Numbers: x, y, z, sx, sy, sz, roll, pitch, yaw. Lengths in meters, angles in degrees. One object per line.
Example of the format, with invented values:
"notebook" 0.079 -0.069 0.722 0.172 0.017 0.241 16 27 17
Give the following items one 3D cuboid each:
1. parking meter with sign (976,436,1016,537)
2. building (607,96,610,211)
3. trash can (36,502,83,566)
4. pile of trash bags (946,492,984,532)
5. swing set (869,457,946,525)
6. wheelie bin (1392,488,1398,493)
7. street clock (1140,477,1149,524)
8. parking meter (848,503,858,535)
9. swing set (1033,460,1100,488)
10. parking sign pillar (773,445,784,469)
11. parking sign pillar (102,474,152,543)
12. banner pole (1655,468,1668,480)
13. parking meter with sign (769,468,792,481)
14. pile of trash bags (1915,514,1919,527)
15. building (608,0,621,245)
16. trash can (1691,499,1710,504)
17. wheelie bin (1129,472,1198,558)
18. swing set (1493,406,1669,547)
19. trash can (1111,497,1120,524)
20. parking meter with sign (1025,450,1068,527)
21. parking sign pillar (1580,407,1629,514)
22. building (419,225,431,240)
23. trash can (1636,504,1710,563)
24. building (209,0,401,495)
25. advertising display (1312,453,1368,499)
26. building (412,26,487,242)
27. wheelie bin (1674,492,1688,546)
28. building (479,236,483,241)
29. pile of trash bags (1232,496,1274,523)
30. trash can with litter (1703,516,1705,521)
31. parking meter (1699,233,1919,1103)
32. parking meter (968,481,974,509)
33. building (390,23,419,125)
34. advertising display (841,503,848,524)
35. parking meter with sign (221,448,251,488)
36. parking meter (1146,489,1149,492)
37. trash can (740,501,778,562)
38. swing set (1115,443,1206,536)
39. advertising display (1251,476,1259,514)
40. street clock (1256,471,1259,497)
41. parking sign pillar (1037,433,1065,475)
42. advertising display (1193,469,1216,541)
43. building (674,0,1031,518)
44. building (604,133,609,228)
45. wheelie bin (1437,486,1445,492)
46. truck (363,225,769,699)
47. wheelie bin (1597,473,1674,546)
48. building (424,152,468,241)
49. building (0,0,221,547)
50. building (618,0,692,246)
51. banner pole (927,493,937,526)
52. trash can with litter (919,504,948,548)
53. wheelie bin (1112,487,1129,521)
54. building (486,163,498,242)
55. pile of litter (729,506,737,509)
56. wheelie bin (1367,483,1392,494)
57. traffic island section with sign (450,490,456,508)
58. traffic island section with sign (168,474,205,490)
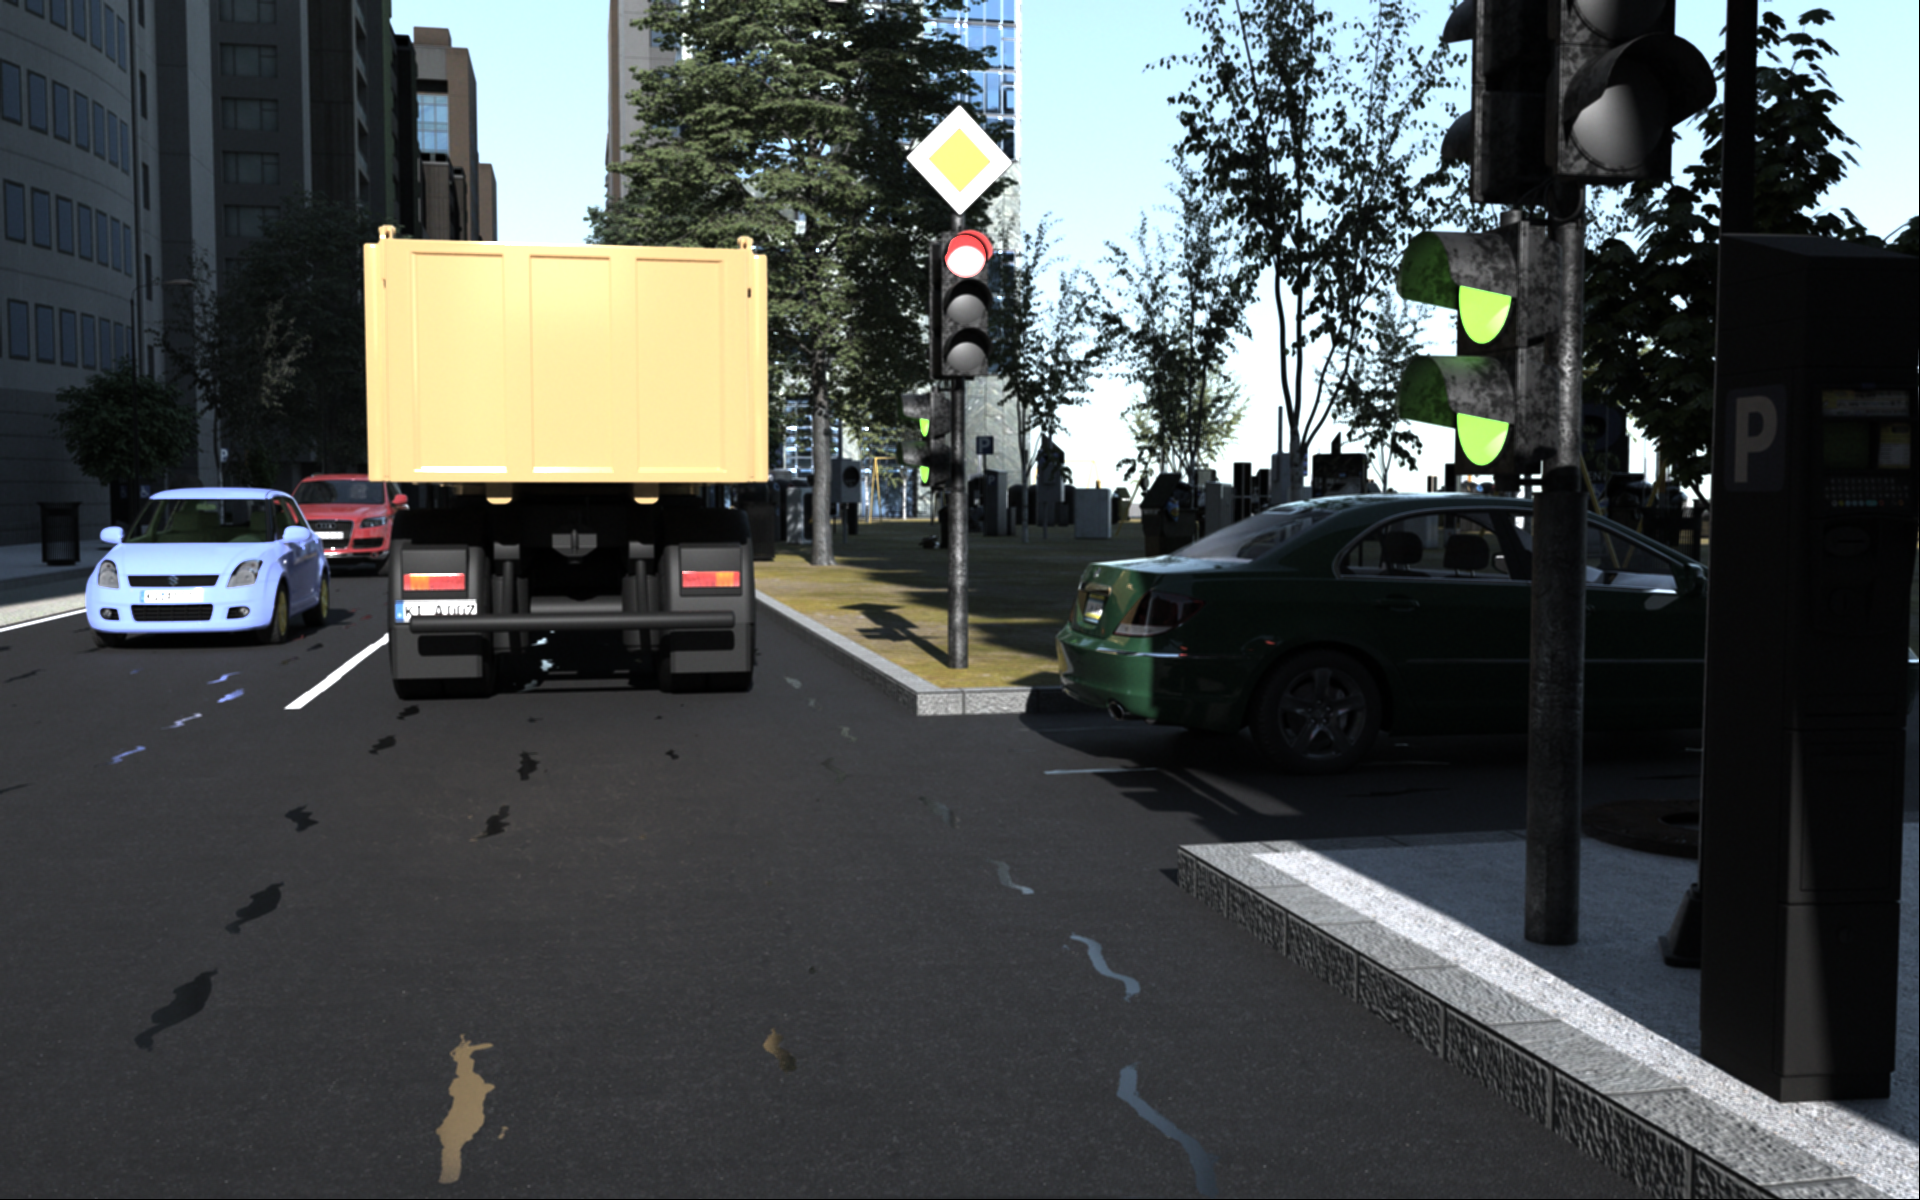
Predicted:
"parking meter with sign" 1.147 -3.469 52.982 0.543 3.016 1.738 2 4 29
"building" -26.241 -34.292 184.375 21.300 48.544 21.600 -1 4 -12
"trash can" -16.173 -1.192 31.136 0.748 1.137 0.748 0 3 0
"pile of trash bags" 0.344 -3.050 59.621 1.912 1.369 3.447 -2 4 -25
"swing set" -2.361 -4.694 74.363 3.119 2.851 2.862 -1 4 -13
"wheelie bin" 21.504 -4.803 86.442 0.693 1.594 0.980 2 4 32
"street clock" 7.960 -4.295 74.791 0.358 2.002 0.471 3 4 37
"parking meter" -3.392 -3.010 54.920 0.255 1.863 0.399 0 4 7
"swing set" 5.072 -5.091 80.852 3.119 2.851 2.862 2 4 29
"parking sign pillar" -6.303 -4.245 57.879 1.447 3.967 1.447 1 4 14
"parking sign pillar" -22.065 -3.521 46.039 1.447 3.967 1.447 2 4 34
"banner pole" 25.660 -4.474 63.165 0.863 3.779 0.401 -2 4 -24
"parking meter with sign" -5.320 -3.362 51.233 0.543 3.016 1.738 3 5 43
"pile of trash bags" 36.421 -3.498 66.945 3.447 1.369 1.912 -3 4 -38
"building" -24.034 -30.851 154.524 14.600 45.320 14.200 -1 4 -12
"trash can" 21.592 -2.359 50.225 0.748 1.137 0.748 0 3 0
"wheelie bin" 3.071 -1.074 25.472 0.693 1.594 0.980 -1 4 -23
"swing set" 8.384 -1.495 22.066 3.119 2.851 2.862 -2 4 -26
"trash can" 6.432 -3.801 73.793 0.748 1.137 0.748 0 3 0
"parking meter with sign" 3.400 -4.425 68.604 1.738 3.016 0.543 -1 4 -9
"parking sign pillar" 13.737 -2.997 37.478 1.447 3.967 1.447 1 4 11
"building" -51.033 -16.967 122.457 27.650 21.520 28.899 -1 4 -12
"trash can" 7.903 -0.465 19.255 0.748 1.137 0.748 0 3 0
"building" -36.974 -24.768 88.559 14.154 41.232 14.086 -1 4 -12
"advertising display" 6.010 -1.361 27.463 0.123 1.923 0.974 -3 5 -41
"building" -54.673 -31.801 170.061 14.600 45.320 14.200 -1 4 -12
"wheelie bin" 17.390 -2.120 42.577 0.980 1.594 0.693 0 4 2
"building" -58.164 -25.261 184.721 14.160 30.474 14.107 -1 4 -12
"pile of trash bags" 7.629 -2.216 45.981 1.912 1.369 3.447 1 4 16
"trash can with litter" 36.181 -4.385 83.083 1.055 1.170 0.624 2 4 33
"parking meter" 1.833 0.120 3.748 0.255 1.863 0.399 0 4 -7
"parking meter" 0.482 -4.270 75.522 0.255 1.863 0.399 0 4 -3
"building" -39.847 -20.242 102.663 14.160 30.474 14.107 -1 4 -12
"advertising display" -4.803 -4.217 74.155 0.123 1.923 0.974 -3 4 -37
"parking meter with sign" -27.042 -4.221 65.269 1.738 3.016 0.543 1 4 16
"parking meter" 10.106 -5.128 92.257 0.372 1.533 0.369 0 3 0
"trash can" -3.843 -1.311 33.083 0.748 1.137 0.748 0 3 0
"swing set" 6.655 -3.433 53.757 2.862 2.851 3.119 2 4 28
"advertising display" 10.632 -3.442 61.492 0.123 1.923 0.974 -3 5 -42
"street clock" 9.332 -2.992 53.496 0.358 2.002 0.471 2 4 32
"parking sign pillar" 3.980 -5.353 75.994 1.447 3.967 1.447 -3 5 -43
"advertising display" 6.318 -2.418 44.749 0.123 1.923 0.974 3 4 39
"building" -8.401 -48.423 104.381 22.319 86.520 31.000 -1 4 -12
"building" -31.516 -33.945 209.628 22.147 44.769 28.867 -1 4 -12
"wheelie bin" 18.914 -3.642 67.461 0.980 1.594 0.693 -3 4 -38
"truck" -3.524 -1.223 15.915 3.469 3.379 9.791 -1 4 -12
"wheelie bin" 10.029 -1.105 25.983 0.980 1.594 0.693 -2 4 -27
"building" -48.820 -22.842 145.172 14.160 30.474 14.107 -1 4 -12
"building" -34.658 -30.871 46.747 21.231 58.520 28.212 -1 4 -12
"building" -15.637 -36.202 133.904 21.231 58.520 28.212 -1 4 -12
"banner pole" -1.109 -4.896 70.063 0.401 3.779 0.863 -1 4 -9
"trash can with litter" -0.458 -1.806 40.910 1.055 1.170 0.624 1 4 19
"wheelie bin" 7.602 -4.530 81.980 0.980 1.594 0.693 -3 4 -37
"building" -67.872 -35.292 227.134 14.600 45.320 14.200 -1 4 -12
"pile of litter" -8.154 -3.068 64.119 1.176 0.858 1.719 2 4 30
"wheelie bin" 11.313 -2.444 47.870 0.693 1.594 0.980 3 5 43
"traffic island section with sign" -30.919 -5.983 106.445 1.989 1.847 2.006 -1 4 -12
"traffic island section with sign" -14.699 -1.480 32.825 1.989 1.847 2.006 -1 4 -12
